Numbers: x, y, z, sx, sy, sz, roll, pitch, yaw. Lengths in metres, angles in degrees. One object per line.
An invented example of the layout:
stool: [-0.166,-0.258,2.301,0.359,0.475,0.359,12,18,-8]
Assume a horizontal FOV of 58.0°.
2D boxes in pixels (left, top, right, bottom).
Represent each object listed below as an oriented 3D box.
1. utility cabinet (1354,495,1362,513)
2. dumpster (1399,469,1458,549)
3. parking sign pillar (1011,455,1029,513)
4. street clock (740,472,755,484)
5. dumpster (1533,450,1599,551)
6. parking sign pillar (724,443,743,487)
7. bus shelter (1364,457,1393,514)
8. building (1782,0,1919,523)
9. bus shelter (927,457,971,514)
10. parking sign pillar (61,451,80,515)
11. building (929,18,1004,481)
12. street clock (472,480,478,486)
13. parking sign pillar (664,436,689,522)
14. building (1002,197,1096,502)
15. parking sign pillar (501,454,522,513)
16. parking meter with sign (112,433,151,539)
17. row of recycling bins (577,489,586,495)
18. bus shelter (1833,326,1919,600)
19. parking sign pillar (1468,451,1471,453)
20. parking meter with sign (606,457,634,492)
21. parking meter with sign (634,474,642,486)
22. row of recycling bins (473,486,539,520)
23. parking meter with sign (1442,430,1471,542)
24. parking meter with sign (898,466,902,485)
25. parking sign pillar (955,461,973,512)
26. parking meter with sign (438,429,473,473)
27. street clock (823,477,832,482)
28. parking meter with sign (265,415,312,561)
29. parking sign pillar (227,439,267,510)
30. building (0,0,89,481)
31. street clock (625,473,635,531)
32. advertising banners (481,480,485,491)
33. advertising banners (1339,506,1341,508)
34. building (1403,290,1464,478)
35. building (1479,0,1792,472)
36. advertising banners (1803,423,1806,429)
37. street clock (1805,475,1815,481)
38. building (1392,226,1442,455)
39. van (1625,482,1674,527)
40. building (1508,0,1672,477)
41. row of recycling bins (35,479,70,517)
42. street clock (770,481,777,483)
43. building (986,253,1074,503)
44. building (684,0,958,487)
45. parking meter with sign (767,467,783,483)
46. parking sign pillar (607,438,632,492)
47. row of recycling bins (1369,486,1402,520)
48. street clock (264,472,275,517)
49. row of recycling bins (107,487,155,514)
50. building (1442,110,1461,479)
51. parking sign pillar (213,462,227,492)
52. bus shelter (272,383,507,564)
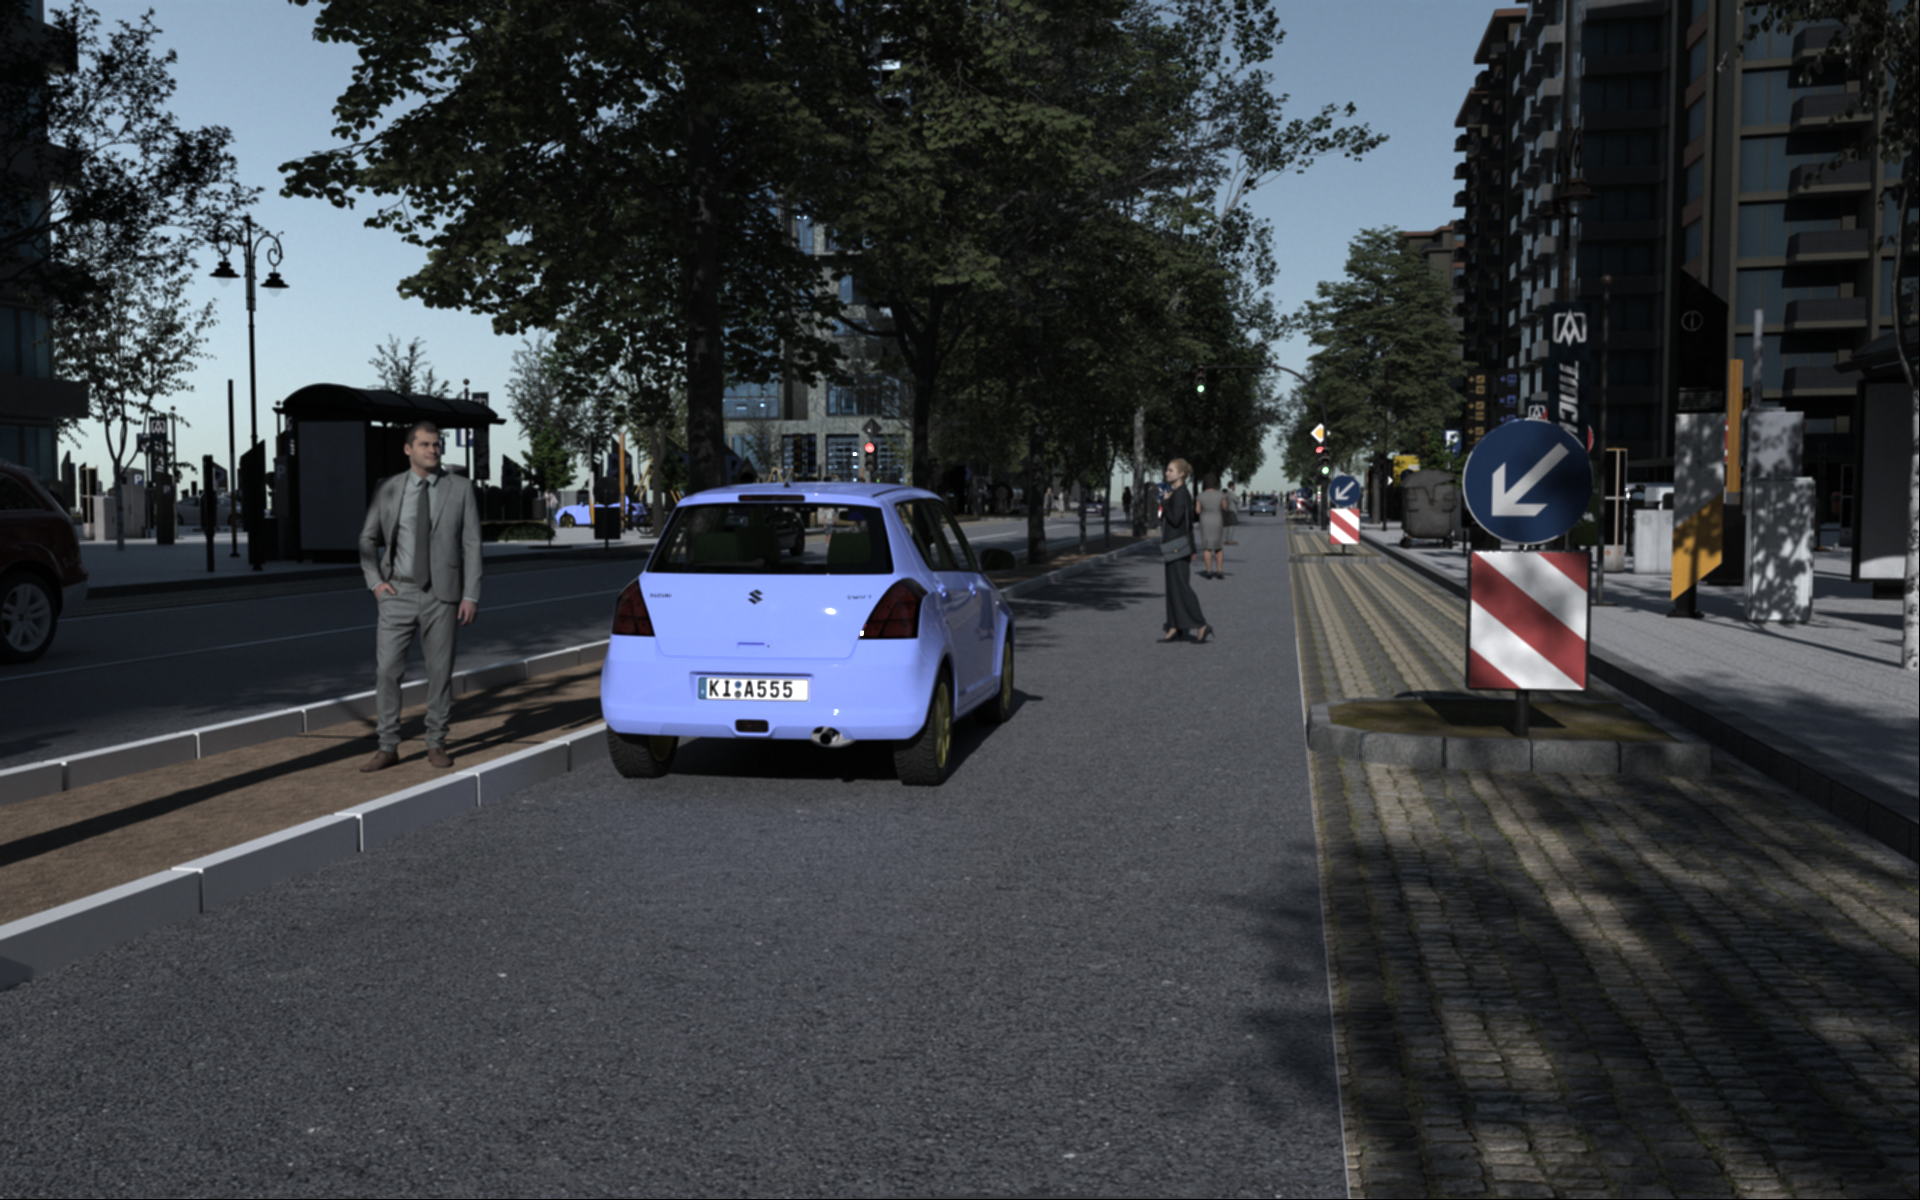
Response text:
utility cabinet: [26.195,-6.357,115.106,1.020,1.237,0.306,0,4,2]
dumpster: [11.078,-2.154,40.980,1.264,1.857,1.865,1,4,11]
parking sign pillar: [4.251,-8.051,120.101,1.447,3.967,1.447,3,4,37]
street clock: [-7.011,-3.215,57.129,0.471,2.002,0.358,0,4,-4]
dumpster: [11.409,-1.829,32.402,1.502,2.255,1.985,1,4,10]
parking sign pillar: [-11.484,-6.054,87.451,1.447,3.967,1.447,3,5,41]
bus shelter: [28.584,-7.778,118.460,1.731,3.624,6.357,1,4,11]
building: [48.438,-26.234,83.553,28.867,44.769,22.147,1,4,11]
bus shelter: [-0.673,-7.258,109.949,1.731,3.624,6.357,1,4,10]
parking sign pillar: [-55.667,-7.319,108.143,1.447,3.967,1.447,-3,5,-45]
building: [-10.374,-37.062,195.206,28.713,52.752,27.495,1,4,11]
street clock: [-24.894,-5.149,88.760,0.358,2.002,0.471,0,4,5]
parking sign pillar: [-12.894,-5.569,79.532,1.447,3.967,1.447,-3,5,-39]
building: [10.315,-45.326,283.077,21.231,58.520,28.212,1,4,11]
parking sign pillar: [-30.247,-7.851,116.839,1.447,3.967,1.447,1,4,11]
parking meter with sign: [-24.045,-3.309,50.355,1.738,3.016,0.543,3,4,36]
row of recycling bins: [-33.137,-8.865,152.058,1.069,1.692,3.534,-1,4,-19]
bus shelter: [11.200,-1.499,18.437,2.014,3.302,5.546,1,4,10]
parking sign pillar: [31.339,-7.157,105.491,1.447,3.967,1.447,3,4,37]
parking meter with sign: [-16.393,-5.217,81.562,1.738,3.016,0.543,1,4,17]
parking meter with sign: [-27.939,-9.273,147.867,0.543,3.016,1.738,2,4,35]
row of recycling bins: [-22.937,-4.886,86.994,3.534,1.692,1.069,-2,4,-26]
parking meter with sign: [13.549,-3.059,46.272,0.543,3.016,1.738,-1,4,-15]
parking meter with sign: [-4.552,-6.849,108.246,1.738,3.016,0.543,1,4,12]
parking sign pillar: [0.262,-8.166,121.994,1.447,3.967,1.447,-2,4,-29]
parking meter with sign: [-12.924,-2.956,44.599,0.543,3.016,1.738,-2,4,-33]
street clock: [-5.558,-4.162,72.617,0.358,2.002,0.471,-2,4,-24]
parking meter with sign: [-13.041,-2.301,33.890,0.543,3.016,1.738,2,4,27]
parking sign pillar: [-34.807,-5.911,85.113,1.447,3.967,1.447,2,4,34]
building: [-42.105,-26.021,45.057,30.456,49.044,23.786,1,4,11]
street clock: [-11.614,-3.447,60.927,0.358,2.002,0.471,-1,4,-21]
advertising banners: [-41.897,-9.440,150.527,0.090,3.025,2.074,2,4,30]
advertising banners: [23.436,-6.751,106.560,0.090,3.025,2.074,1,4,17]
building: [73.467,-29.815,259.169,14.160,30.474,14.107,1,4,11]
building: [57.746,-30.607,155.050,22.147,44.769,28.867,1,4,11]
advertising banners: [19.658,-2.836,42.552,2.074,3.025,0.090,0,4,8]
street clock: [33.017,-3.846,67.460,0.471,2.002,0.358,-1,4,-16]
building: [81.573,-38.243,279.902,22.147,44.769,28.867,1,4,11]
van: [23.680,-3.384,62.333,4.112,2.044,2.013,1,4,12]
building: [51.476,-30.734,122.113,23.786,49.044,30.456,1,4,11]
row of recycling bins: [-24.534,-2.335,45.295,1.069,1.692,3.534,0,4,2]
street clock: [-10.223,-5.524,94.881,0.471,2.002,0.358,0,4,-2]
building: [0.240,-34.687,259.006,32.217,40.220,23.993,1,4,11]
building: [-11.983,-52.101,164.517,22.319,86.520,31.000,1,4,11]
parking meter with sign: [-12.307,-7.178,113.614,0.543,3.016,1.738,-3,5,-42]
parking sign pillar: [-16.309,-5.783,83.027,1.447,3.967,1.447,3,4,37]
row of recycling bins: [22.546,-5.177,91.758,1.069,1.692,3.534,0,4,-1]
street clock: [-22.221,-3.148,56.045,0.358,2.002,0.471,2,4,34]
row of recycling bins: [-50.187,-5.972,104.757,1.069,1.692,3.534,1,4,13]
building: [63.969,-32.329,183.203,22.147,44.769,28.867,1,4,11]
parking sign pillar: [-56.616,-8.793,132.244,1.447,3.967,1.447,-2,4,-29]
bus shelter: [-11.149,-2.478,34.443,2.014,3.302,5.546,1,4,10]
